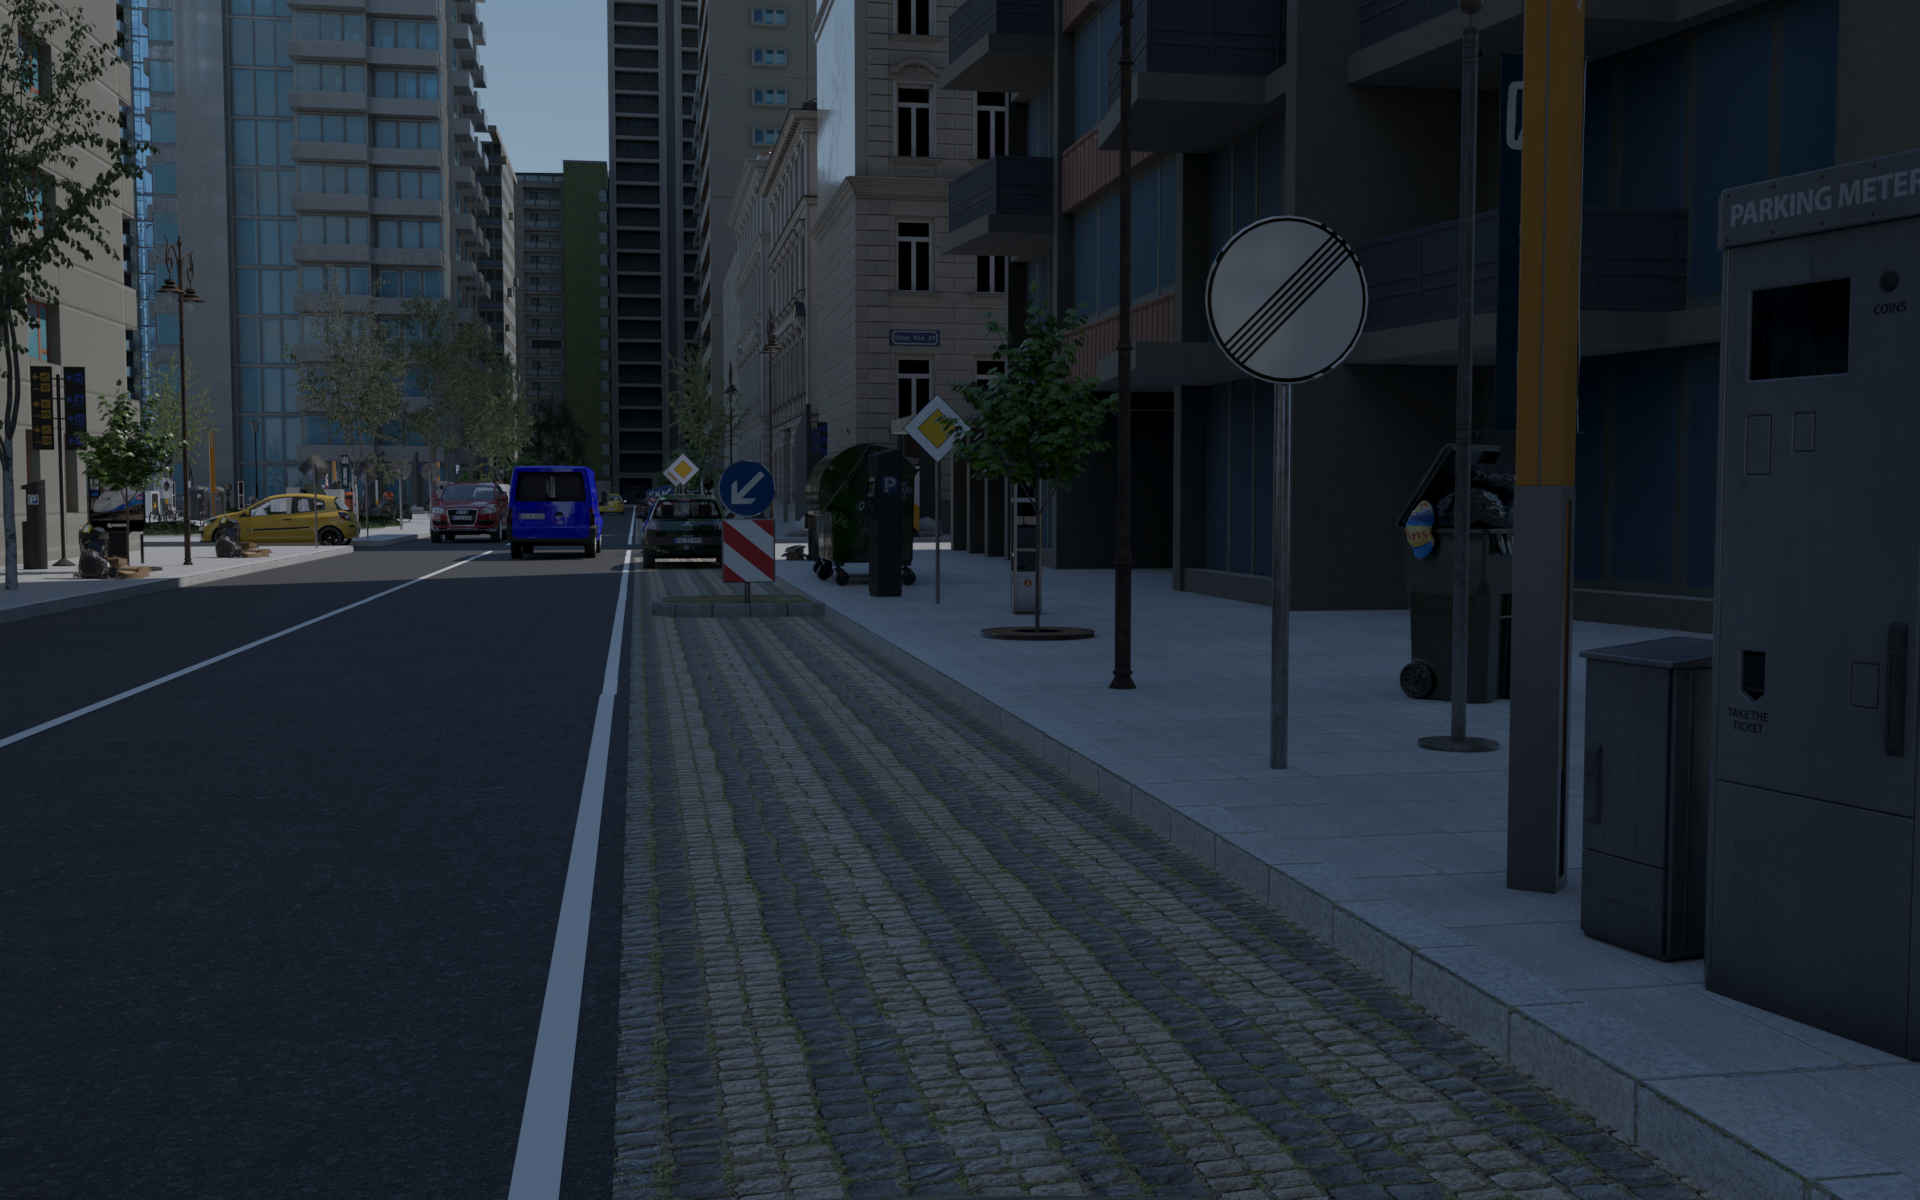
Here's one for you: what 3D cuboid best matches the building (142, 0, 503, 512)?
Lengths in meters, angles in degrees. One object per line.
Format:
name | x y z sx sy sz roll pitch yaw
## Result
building | -48.661 -31.481 134.326 23.786 49.044 30.456 -1 4 -11

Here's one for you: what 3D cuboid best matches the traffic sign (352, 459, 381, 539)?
traffic sign | -16.797 -2.778 49.069 0.795 2.450 0.064 -1 4 -11

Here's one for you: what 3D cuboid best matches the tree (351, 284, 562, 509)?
tree | -23.990 -8.777 77.918 8.767 10.594 7.601 3 4 36

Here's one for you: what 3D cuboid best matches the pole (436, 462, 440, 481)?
pole | -33.266 -7.132 110.452 0.158 3.312 0.155 0 3 0

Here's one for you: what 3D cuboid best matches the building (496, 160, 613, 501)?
building | -50.261 -32.448 214.126 14.086 41.232 14.154 -1 4 -11

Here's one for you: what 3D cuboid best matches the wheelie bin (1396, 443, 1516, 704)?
wheelie bin | 3.217 -0.182 10.879 0.980 1.594 0.693 -3 5 -43

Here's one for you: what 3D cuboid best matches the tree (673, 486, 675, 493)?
tree | -28.083 -10.860 172.166 1.663 3.219 1.824 0 3 0

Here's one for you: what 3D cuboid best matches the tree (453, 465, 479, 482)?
tree | -34.001 -7.687 120.288 1.663 3.219 1.824 0 3 0

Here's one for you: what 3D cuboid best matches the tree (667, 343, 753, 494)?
tree | -12.376 -8.163 83.824 4.737 8.622 4.395 0 3 0

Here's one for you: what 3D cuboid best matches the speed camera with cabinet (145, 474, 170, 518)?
speed camera with cabinet | -43.705 -6.099 94.046 0.660 3.252 2.038 0 4 4

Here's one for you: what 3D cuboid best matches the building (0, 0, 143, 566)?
building | -30.363 -10.871 22.778 28.899 21.520 27.650 -1 4 -11

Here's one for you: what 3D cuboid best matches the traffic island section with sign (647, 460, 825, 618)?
traffic island section with sign | -2.720 -0.752 20.918 1.989 1.847 2.006 -1 4 -11

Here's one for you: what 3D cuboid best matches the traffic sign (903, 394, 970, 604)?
traffic sign | -0.263 -1.156 20.085 0.795 2.450 0.064 0 4 -5

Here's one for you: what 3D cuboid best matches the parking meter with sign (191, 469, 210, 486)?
parking meter with sign | -51.934 -7.522 119.245 1.738 3.016 0.543 -1 4 -15

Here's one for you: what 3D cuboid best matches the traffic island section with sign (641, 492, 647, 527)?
traffic island section with sign | -13.015 -4.130 76.147 1.989 1.847 2.006 -1 4 -11

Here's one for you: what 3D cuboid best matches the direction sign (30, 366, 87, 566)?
direction sign | -15.977 -2.371 30.770 0.876 3.537 0.379 -1 4 -17

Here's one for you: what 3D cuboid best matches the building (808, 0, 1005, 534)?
building | 7.546 -16.177 61.750 25.104 27.353 12.463 -1 4 -11

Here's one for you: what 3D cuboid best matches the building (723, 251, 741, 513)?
building | -10.418 -16.088 117.782 10.420 20.320 16.860 -1 4 -11

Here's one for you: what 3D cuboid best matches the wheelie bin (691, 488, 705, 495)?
wheelie bin | -12.921 -4.765 85.821 0.980 1.594 0.693 2 4 27

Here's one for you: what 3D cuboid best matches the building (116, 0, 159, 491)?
building | -85.352 -52.670 173.821 31.000 86.520 22.319 -1 4 -11

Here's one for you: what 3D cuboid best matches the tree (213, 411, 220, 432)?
tree | -41.004 -8.549 90.142 4.737 8.622 4.395 0 3 0

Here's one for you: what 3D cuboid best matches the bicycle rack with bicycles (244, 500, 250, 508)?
bicycle rack with bicycles | -44.933 -5.998 111.449 2.852 0.926 2.925 2 4 32

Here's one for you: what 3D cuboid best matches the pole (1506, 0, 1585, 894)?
pole | 1.884 -0.716 5.556 0.158 3.312 0.155 0 3 0

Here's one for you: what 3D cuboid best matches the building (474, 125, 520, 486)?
building | -57.515 -29.608 175.976 23.993 40.220 32.217 -1 4 -11

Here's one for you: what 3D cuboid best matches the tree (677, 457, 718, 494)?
tree | -14.852 -6.361 98.598 1.663 3.219 1.824 0 3 0

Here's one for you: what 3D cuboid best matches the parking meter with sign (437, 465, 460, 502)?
parking meter with sign | -30.544 -6.500 102.535 1.738 3.016 0.543 1 4 9

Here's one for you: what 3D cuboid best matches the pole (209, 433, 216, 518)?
pole | -24.844 -3.898 57.575 0.158 3.312 0.155 0 3 0

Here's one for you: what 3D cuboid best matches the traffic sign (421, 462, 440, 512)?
traffic sign | -21.278 -4.254 69.651 0.768 2.556 0.104 0 4 -1

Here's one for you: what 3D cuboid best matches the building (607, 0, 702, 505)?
building | -33.699 -47.754 219.021 20.611 71.187 20.563 -1 4 -11

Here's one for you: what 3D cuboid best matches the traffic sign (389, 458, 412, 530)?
traffic sign | -20.016 -3.784 61.982 0.768 2.556 0.104 -1 4 -10

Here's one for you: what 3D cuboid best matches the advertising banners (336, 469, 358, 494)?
advertising banners | -42.775 -7.598 120.413 2.074 3.025 0.090 1 4 19

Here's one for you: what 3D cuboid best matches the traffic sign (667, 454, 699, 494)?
traffic sign | -6.830 -2.394 42.779 0.795 2.450 0.064 -1 4 -11

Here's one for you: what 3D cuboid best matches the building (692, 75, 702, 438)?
building | -16.764 -34.502 183.720 23.786 49.044 30.456 -1 4 -11

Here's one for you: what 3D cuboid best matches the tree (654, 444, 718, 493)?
tree | -16.617 -7.524 106.727 4.285 4.588 4.351 0 3 0

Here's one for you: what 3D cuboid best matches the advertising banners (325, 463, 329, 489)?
advertising banners | -35.772 -6.170 97.069 0.090 3.025 2.074 0 4 2

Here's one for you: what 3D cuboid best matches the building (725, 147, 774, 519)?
building | -6.974 -16.070 98.898 11.583 22.565 21.152 -1 4 -11

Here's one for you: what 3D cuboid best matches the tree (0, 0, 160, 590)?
tree | -12.972 -4.439 22.936 4.737 8.622 4.395 0 3 0

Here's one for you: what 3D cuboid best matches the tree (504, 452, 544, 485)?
tree | -35.760 -9.721 142.644 4.285 4.588 4.351 0 3 0

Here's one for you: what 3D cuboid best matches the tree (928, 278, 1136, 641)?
tree | 0.689 -1.289 15.681 1.663 3.219 1.824 0 3 0

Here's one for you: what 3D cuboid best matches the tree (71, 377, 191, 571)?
tree | -14.010 -2.100 28.943 1.663 3.219 1.824 0 3 0

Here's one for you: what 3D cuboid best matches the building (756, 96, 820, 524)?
building | -3.201 -13.061 78.178 10.561 19.102 19.286 -1 4 -11

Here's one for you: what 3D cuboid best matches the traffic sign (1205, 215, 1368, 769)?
traffic sign | 1.492 -0.485 8.028 0.768 2.556 0.104 0 4 -7

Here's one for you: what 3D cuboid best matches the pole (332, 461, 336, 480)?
pole | -38.699 -6.928 107.120 0.158 3.312 0.155 0 3 0

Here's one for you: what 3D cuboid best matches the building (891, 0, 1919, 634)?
building | 11.545 -22.806 27.510 22.147 44.769 28.867 -1 4 -11

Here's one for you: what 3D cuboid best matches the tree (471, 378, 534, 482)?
tree | -28.058 -9.493 105.578 4.737 8.622 4.395 0 3 0

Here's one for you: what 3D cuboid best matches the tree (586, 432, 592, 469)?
tree | -38.055 -13.786 159.811 8.767 10.594 7.601 0 4 -6

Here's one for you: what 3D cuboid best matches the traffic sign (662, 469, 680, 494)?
traffic sign | -8.296 -2.874 50.629 0.795 2.450 0.064 -1 4 -11

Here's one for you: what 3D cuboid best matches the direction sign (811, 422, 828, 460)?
direction sign | -4.548 -3.801 54.151 0.876 3.537 0.379 -2 4 -27

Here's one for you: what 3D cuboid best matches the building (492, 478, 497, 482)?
building | -64.078 -26.909 211.659 14.107 30.474 14.160 -1 4 -11

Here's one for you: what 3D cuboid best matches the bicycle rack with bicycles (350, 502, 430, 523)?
bicycle rack with bicycles | -26.079 -3.973 78.341 2.925 0.926 2.852 1 4 12

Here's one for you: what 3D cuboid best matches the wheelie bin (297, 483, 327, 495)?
wheelie bin | -18.097 -2.473 48.336 0.693 1.594 0.980 2 4 24

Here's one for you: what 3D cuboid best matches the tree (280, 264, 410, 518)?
tree | -19.368 -6.412 55.191 4.360 8.622 3.978 0 3 0

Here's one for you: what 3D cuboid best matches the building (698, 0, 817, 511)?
building | -10.495 -31.832 144.151 21.300 48.544 21.600 -1 4 -11

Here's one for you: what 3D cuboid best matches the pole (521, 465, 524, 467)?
pole | -31.103 -7.915 123.246 0.158 3.312 0.155 0 3 0

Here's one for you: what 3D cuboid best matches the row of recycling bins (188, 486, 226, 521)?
row of recycling bins | -37.314 -4.806 85.691 1.069 1.692 3.534 0 4 -4

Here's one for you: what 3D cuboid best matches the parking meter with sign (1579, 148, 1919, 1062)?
parking meter with sign | 2.247 -0.485 4.199 0.543 3.016 1.738 -1 4 -22

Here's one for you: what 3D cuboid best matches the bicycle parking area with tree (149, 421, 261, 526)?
bicycle parking area with tree | -30.163 -4.932 67.646 8.231 4.147 9.016 1 4 14

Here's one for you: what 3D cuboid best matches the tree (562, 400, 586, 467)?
tree | -26.037 -9.696 92.945 8.767 10.594 7.601 3 5 42

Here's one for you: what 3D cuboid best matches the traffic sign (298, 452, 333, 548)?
traffic sign | -15.332 -2.298 41.219 0.795 2.450 0.064 -1 4 -11
